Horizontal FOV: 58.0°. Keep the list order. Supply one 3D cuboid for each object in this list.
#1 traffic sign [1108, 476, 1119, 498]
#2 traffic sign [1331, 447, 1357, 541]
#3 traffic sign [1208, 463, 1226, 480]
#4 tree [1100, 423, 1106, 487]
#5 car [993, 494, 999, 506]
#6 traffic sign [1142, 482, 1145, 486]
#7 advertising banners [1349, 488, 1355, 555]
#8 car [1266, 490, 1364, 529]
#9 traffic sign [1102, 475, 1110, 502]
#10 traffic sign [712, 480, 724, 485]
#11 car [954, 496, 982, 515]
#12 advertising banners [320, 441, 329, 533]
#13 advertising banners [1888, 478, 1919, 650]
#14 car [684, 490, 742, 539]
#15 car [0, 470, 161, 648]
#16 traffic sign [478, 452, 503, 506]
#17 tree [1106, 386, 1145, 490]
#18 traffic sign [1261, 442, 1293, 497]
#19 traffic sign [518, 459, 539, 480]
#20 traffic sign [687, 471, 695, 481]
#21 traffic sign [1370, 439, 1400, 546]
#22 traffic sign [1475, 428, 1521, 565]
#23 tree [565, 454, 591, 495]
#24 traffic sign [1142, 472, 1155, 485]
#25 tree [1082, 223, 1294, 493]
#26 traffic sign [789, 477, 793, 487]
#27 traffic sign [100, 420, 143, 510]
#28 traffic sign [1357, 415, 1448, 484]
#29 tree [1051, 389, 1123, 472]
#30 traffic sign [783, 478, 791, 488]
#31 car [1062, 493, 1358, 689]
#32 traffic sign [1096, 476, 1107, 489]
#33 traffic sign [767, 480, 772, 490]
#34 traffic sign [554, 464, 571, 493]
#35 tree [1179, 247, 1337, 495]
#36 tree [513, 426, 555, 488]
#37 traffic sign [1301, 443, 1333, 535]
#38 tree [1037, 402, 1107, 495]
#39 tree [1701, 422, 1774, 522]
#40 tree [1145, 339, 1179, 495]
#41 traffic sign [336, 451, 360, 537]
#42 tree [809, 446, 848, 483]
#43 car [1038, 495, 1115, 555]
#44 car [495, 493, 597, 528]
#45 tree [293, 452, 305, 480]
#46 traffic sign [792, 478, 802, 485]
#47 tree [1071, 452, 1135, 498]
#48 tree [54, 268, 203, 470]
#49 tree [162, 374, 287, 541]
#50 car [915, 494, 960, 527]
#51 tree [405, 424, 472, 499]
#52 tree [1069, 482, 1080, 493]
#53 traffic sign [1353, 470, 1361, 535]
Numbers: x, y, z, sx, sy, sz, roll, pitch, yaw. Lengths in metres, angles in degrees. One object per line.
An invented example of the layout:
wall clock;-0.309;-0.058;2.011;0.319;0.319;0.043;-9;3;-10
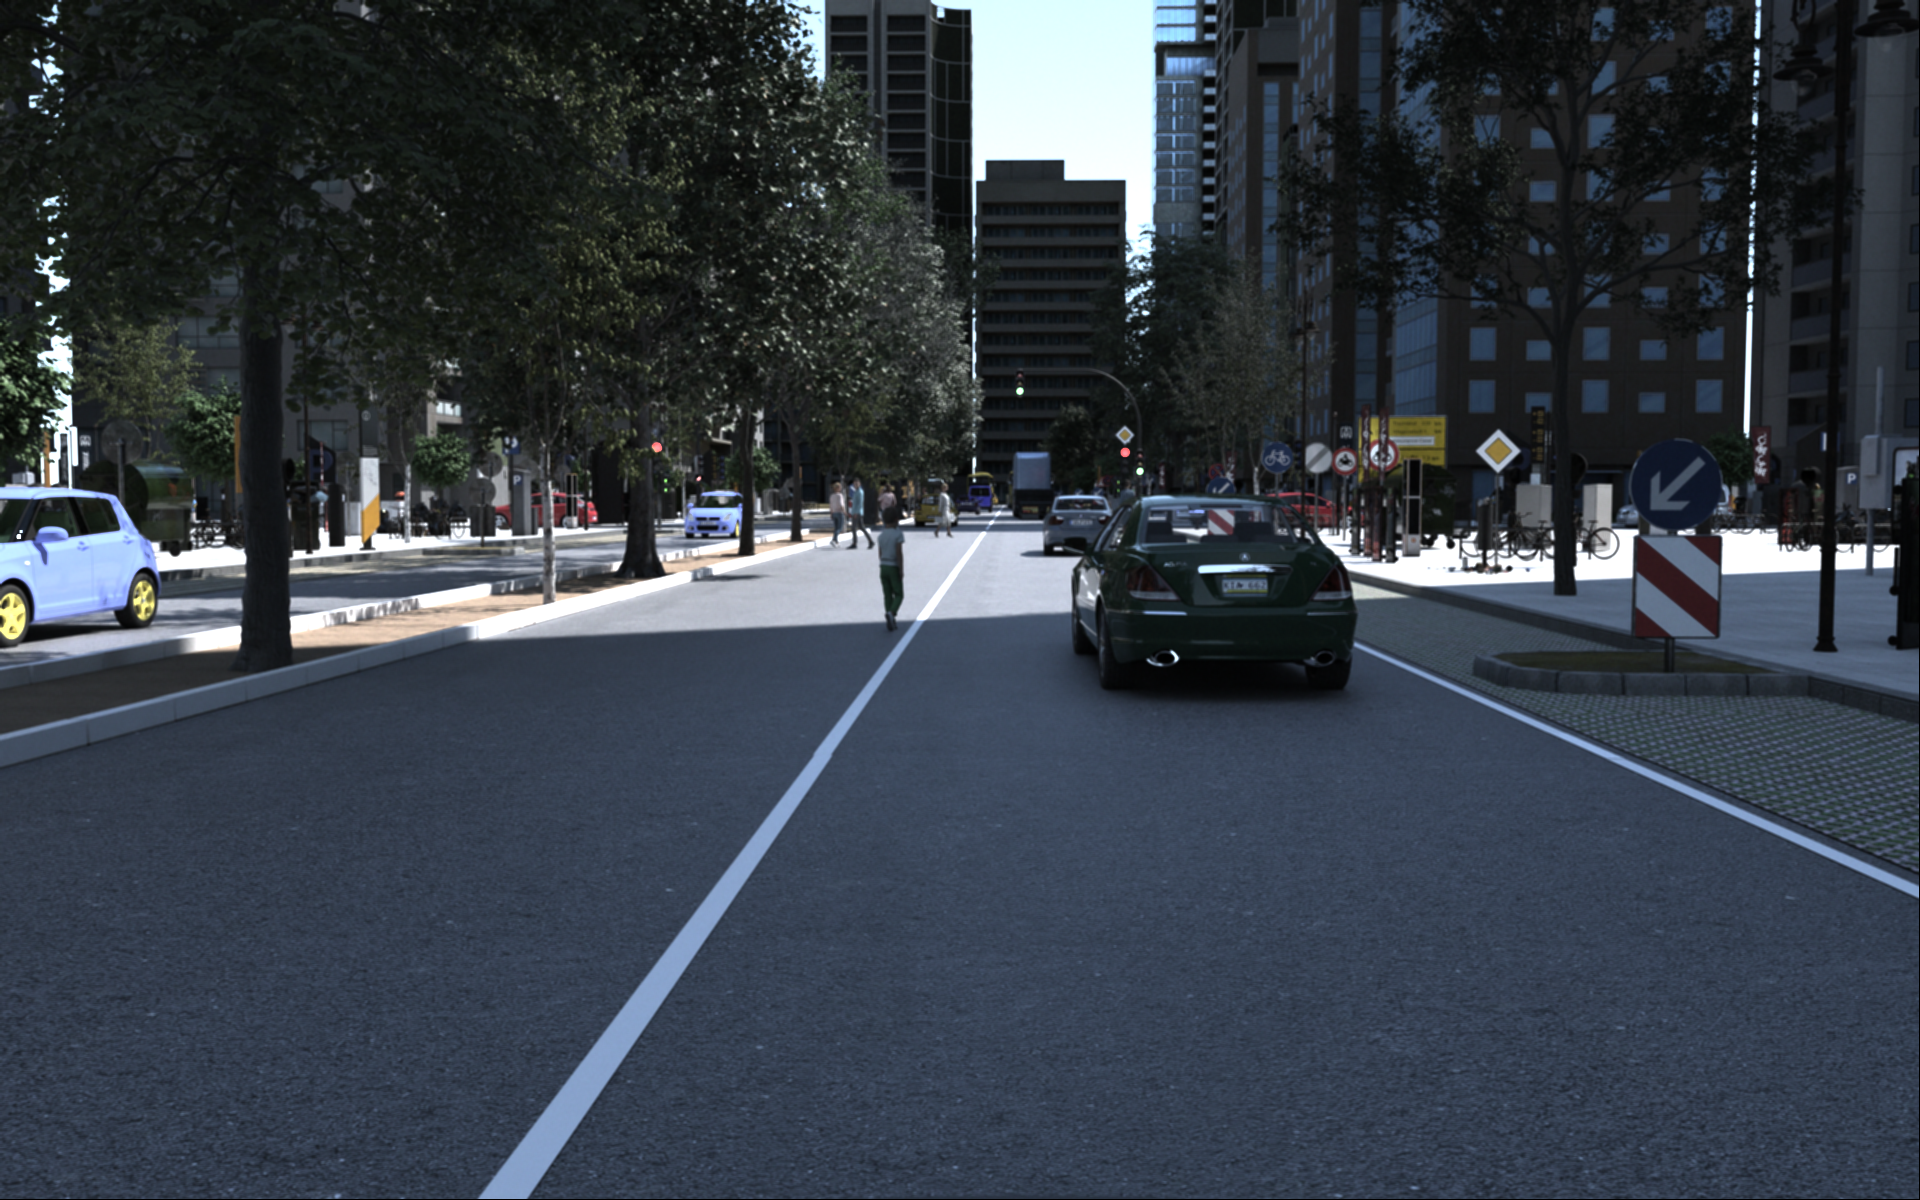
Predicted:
traffic sign;10.196;-6.994;114.461;0.768;2.556;0.104;1;4;11
traffic sign;10.458;-2.873;47.072;0.768;2.556;0.104;0;4;8
traffic sign;10.632;-4.370;71.550;0.768;2.556;0.104;0;4;5
tree;10.162;-9.412;104.242;4.360;8.622;3.978;0;3;0
car;3.763;-12.384;212.698;2.015;1.641;3.980;0;4;3
traffic sign;13.088;-7.409;121.244;0.768;2.556;0.104;0;4;2
advertising banners;8.412;-2.411;35.614;0.090;3.025;2.074;0;4;-7
car;13.187;-3.453;65.492;4.494;1.783;2.155;0;4;2
traffic sign;9.923;-7.113;116.398;0.768;2.556;0.104;1;4;10
traffic sign;-13.879;-6.059;99.172;0.768;2.556;0.104;1;4;10
car;0.524;-6.592;120.365;1.945;1.354;3.894;0;4;3
advertising banners;-21.287;-3.787;58.101;0.090;3.025;2.074;-1;4;-12
advertising banners;8.511;-1.132;14.700;2.074;3.025;0.090;-2;4;-34
car;-7.928;-2.893;56.897;1.945;1.707;3.694;0;4;3
car;-9.615;-0.470;17.278;1.945;1.707;3.694;0;4;3
traffic sign;-14.109;-3.175;52.017;0.768;2.556;0.104;0;4;6
tree;10.018;-8.648;91.755;4.360;8.622;3.978;0;3;0
traffic sign;7.751;-2.585;42.370;0.768;2.556;0.104;0;4;5
traffic sign;-15.604;-3.824;62.632;0.768;2.556;0.104;0;4;5
traffic sign;-15.001;-5.948;97.348;0.768;2.556;0.104;0;4;7
traffic sign;9.606;-2.408;39.470;0.768;2.556;0.104;0;4;6
traffic sign;9.472;-1.796;30.544;0.795;2.450;0.064;0;4;6
tree;-18.373;-5.429;83.359;1.663;3.219;1.824;0;3;0
traffic sign;10.714;-6.022;98.561;0.768;2.556;0.104;1;4;9
tree;10.475;-10.703;81.643;9.857;13.997;8.962;0;3;0
traffic sign;-12.203;-7.761;127.004;0.768;2.556;0.104;0;4;7
traffic sign;-14.396;-1.812;29.738;0.768;2.556;0.104;0;4;5
traffic sign;11.450;-3.123;44.941;2.265;3.308;0.079;1;4;9
tree;12.187;-13.432;154.023;8.767;10.594;7.601;-1;4;-19
traffic sign;-13.901;-8.542;139.668;0.884;2.594;0.081;0;4;3
car;1.934;-0.143;14.142;2.131;1.459;4.920;0;4;0
traffic sign;10.100;-7.514;122.859;0.884;2.594;0.081;1;4;10
traffic sign;-14.045;-7.610;126.554;0.606;2.300;0.079;0;4;5
traffic sign;-17.011;-4.523;74.049;0.768;2.556;0.104;0;4;5
tree;8.899;-6.180;51.398;4.360;8.622;3.978;0;3;0
tree;-25.223;-9.428;104.516;4.360;8.622;3.978;0;3;0
traffic sign;8.872;-2.629;43.087;0.768;2.556;0.104;0;4;7
tree;13.893;-18.240;215.232;9.611;12.733;9.660;0;3;0
tree;34.983;-5.810;78.708;4.285;4.588;4.351;0;3;0
tree;8.782;-6.554;57.514;4.360;8.622;3.978;0;3;0
traffic sign;-18.288;-3.159;51.760;0.768;2.556;0.104;0;4;5
tree;-10.412;-13.689;158.221;7.601;10.594;8.767;0;4;4
car;2.894;-1.826;41.860;2.014;1.417;4.499;0;4;3
car;-16.375;-3.559;67.228;4.494;1.783;2.155;0;4;1
tree;-30.328;-5.234;80.175;1.663;3.219;1.824;0;3;0
traffic sign;-11.739;-7.621;124.717;0.768;2.556;0.104;0;4;4
tree;11.312;-8.845;128.322;4.285;4.588;4.351;0;3;0
tree;-24.218;-6.154;50.979;4.737;8.622;4.395;0;3;0
tree;-20.129;-3.904;47.539;4.285;4.588;4.351;0;3;0
car;-1.018;-4.042;76.313;2.015;1.641;3.980;0;4;4
tree;-24.468;-5.982;81.525;4.285;4.588;4.351;0;3;0
tree;13.239;-12.492;198.851;1.663;3.219;1.824;0;3;0
traffic sign;12.457;-3.291;53.917;0.768;2.556;0.104;0;4;3
